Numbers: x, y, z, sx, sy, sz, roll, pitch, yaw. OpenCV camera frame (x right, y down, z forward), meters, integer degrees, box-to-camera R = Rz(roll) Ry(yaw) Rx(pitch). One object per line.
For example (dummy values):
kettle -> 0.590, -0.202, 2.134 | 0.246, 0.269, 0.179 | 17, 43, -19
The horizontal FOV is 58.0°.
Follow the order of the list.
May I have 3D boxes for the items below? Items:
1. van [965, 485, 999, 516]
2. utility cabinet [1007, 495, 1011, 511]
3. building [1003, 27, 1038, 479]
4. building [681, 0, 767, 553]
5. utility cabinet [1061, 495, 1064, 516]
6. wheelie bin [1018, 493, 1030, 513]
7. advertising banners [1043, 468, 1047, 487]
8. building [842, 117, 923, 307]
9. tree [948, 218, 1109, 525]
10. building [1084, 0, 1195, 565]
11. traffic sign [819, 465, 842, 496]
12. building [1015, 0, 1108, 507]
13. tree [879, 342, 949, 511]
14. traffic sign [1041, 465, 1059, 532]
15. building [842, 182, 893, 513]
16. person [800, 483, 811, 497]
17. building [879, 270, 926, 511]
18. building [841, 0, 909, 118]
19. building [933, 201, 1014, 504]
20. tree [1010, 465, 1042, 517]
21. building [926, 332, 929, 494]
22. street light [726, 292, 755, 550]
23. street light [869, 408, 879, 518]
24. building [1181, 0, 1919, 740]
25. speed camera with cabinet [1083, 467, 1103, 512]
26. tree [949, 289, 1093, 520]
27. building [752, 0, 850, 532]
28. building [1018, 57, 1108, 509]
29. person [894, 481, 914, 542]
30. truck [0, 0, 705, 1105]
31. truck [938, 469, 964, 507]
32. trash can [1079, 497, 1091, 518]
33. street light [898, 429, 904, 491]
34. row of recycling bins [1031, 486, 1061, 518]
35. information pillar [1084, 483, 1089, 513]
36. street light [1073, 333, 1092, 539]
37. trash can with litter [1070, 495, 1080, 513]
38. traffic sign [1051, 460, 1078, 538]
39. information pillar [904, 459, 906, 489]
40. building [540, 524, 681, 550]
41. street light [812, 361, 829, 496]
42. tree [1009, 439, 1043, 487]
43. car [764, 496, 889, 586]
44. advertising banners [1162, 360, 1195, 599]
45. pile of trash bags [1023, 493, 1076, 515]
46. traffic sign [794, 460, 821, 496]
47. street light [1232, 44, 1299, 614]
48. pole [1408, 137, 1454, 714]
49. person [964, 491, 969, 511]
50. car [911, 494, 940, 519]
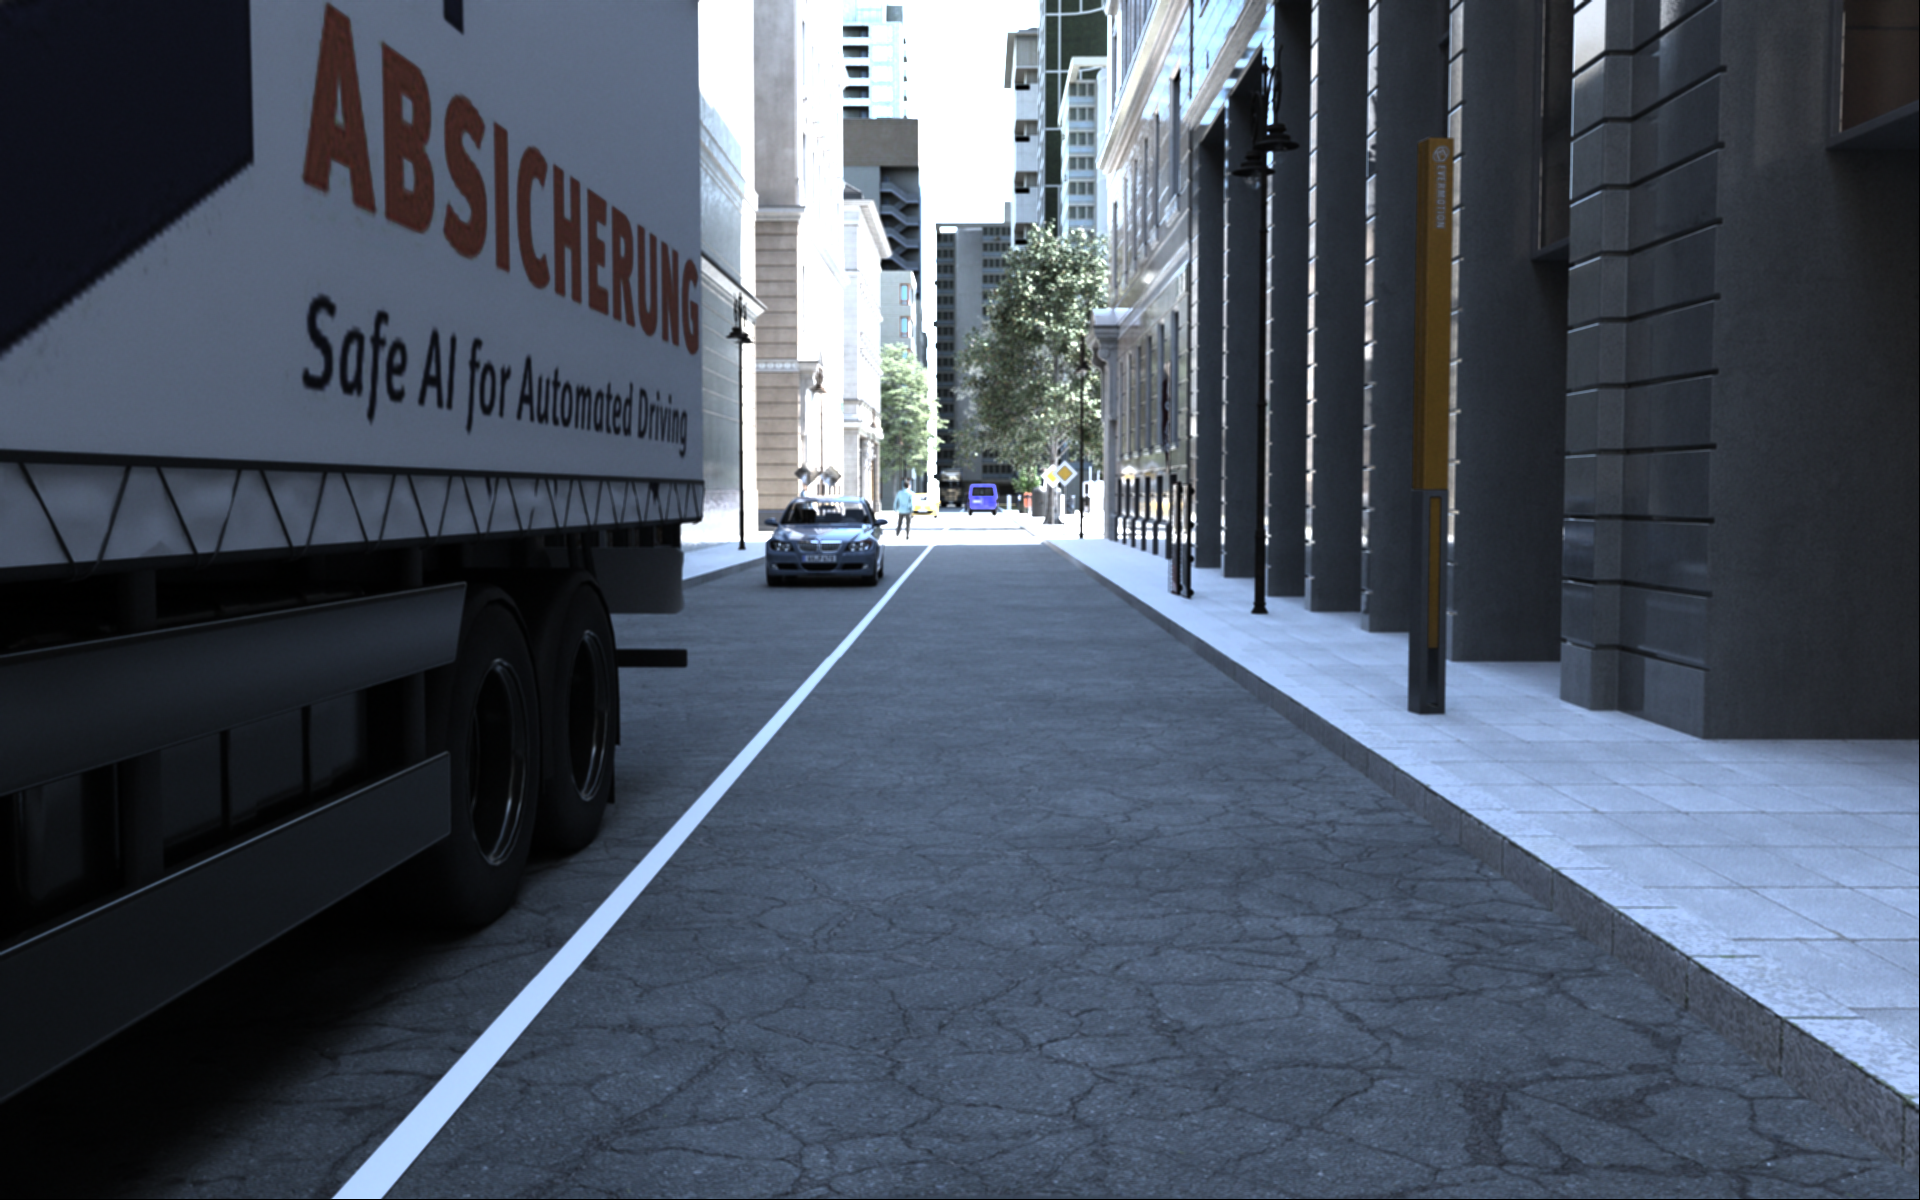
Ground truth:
van -> 1.494, -6.815, 115.814 | 2.240, 2.365, 5.245 | 0, 3, 0
utility cabinet -> 3.773, -7.471, 133.317 | 0.306, 1.237, 1.020 | 0, 4, -1
building -> 19.357, -37.047, 194.953 | 28.713, 52.752, 27.495 | 0, 4, 1
building -> -20.183, -12.794, 42.469 | 30.059, 22.955, 16.112 | 0, 4, 1
utility cabinet -> 5.713, -5.581, 102.404 | 0.306, 1.237, 1.020 | 3, 5, 43
wheelie bin -> 4.250, -6.439, 113.183 | 0.980, 1.594, 0.693 | -3, 5, -44
advertising banners -> 6.080, -7.360, 116.522 | 0.090, 3.025, 2.074 | 2, 4, 30
building -> -11.623, -33.782, 202.442 | 14.200, 45.320, 14.600 | 0, 4, 1
tree -> 3.992, -9.484, 72.065 | 9.611, 12.733, 9.660 | 0, 3, 0
building -> 10.337, -15.554, 40.213 | 13.634, 28.700, 20.117 | 0, 4, 1
traffic sign -> -4.394, -3.380, 58.906 | 0.795, 2.450, 0.064 | 0, 4, 1
building -> 16.018, -44.781, 170.414 | 20.563, 71.187, 20.611 | 0, 4, 1
tree -> -4.540, -12.953, 129.911 | 7.486, 12.596, 7.792 | 0, 3, 0
traffic sign -> 3.150, -3.374, 58.811 | 0.795, 2.450, 0.064 | 0, 4, 1
building -> -10.053, -15.135, 98.368 | 10.553, 20.767, 40.483 | 0, 4, 1
person -> -5.024, -2.918, 56.236 | 0.581, 1.822, 0.654 | -2, 4, -28
building -> -17.392, -18.577, 148.765 | 27.650, 21.520, 28.899 | 0, 4, 1
building -> -19.823, -55.940, 227.282 | 31.000, 86.520, 22.319 | 0, 4, 1
building -> 8.450, -33.045, 232.166 | 23.993, 40.220, 32.217 | 0, 4, 1
tree -> 3.963, -7.081, 110.379 | 1.663, 3.219, 1.824 | 0, 3, 0
building -> -17.428, -20.401, 178.599 | 27.650, 21.520, 28.899 | 0, 4, 1
street light -> -5.035, -4.102, 39.853 | 0.468, 5.910, 1.993 | 0, 4, 1
street light -> -4.545, -7.262, 91.529 | 0.468, 5.910, 1.993 | 0, 4, 1
building -> 9.332, -14.543, 15.276 | 11.434, 29.767, 29.804 | 0, 4, 1
speed camera with cabinet -> 9.648, -8.069, 126.263 | 0.660, 3.252, 2.038 | 2, 4, 33
tree -> 4.356, -10.821, 87.286 | 12.009, 13.543, 11.850 | 0, 3, 0
building -> -11.518, -17.247, 67.895 | 13.634, 28.700, 20.117 | 0, 4, 1
building -> 21.276, -27.931, 148.549 | 32.217, 40.220, 23.993 | 0, 4, 1
person -> -1.675, -2.616, 51.291 | 0.660, 1.820, 0.620 | 1, 4, 17
truck -> -2.756, -0.903, 3.675 | 2.839, 4.237, 11.283 | 0, 4, 2
truck -> -0.992, -12.521, 193.634 | 2.839, 4.237, 11.283 | 0, 3, 0
trash can -> 6.697, -4.956, 92.684 | 0.748, 1.137, 0.748 | 0, 3, 0
street light -> -4.222, -9.200, 123.199 | 0.468, 5.910, 1.993 | 0, 4, 1
row of recycling bins -> 4.714, -5.385, 95.153 | 1.069, 1.692, 3.534 | 1, 4, 20
information pillar -> 8.468, -6.813, 115.881 | 0.304, 2.012, 0.304 | 0, 4, -6
street light -> 3.506, -4.715, 49.879 | 0.468, 5.910, 1.993 | 0, 4, 1
trash can with litter -> 8.102, -6.707, 120.721 | 1.678, 1.210, 2.233 | 2, 4, 30
traffic sign -> 3.071, -2.886, 50.826 | 0.795, 2.450, 0.064 | 0, 4, 1
information pillar -> -3.691, -7.660, 116.590 | 0.183, 3.616, 0.504 | 0, 4, 6
building -> -11.420, -11.866, 23.686 | 12.332, 23.373, 15.834 | 0, 4, 1
street light -> -4.810, -5.340, 60.092 | 0.468, 5.910, 1.993 | 0, 4, 1
tree -> 5.038, -11.285, 134.865 | 4.360, 8.622, 3.978 | 0, 3, 0
car -> -2.173, -1.018, 28.640 | 2.014, 1.417, 4.499 | 0, 4, -1
advertising banners -> 2.768, -1.585, 22.099 | 0.090, 3.025, 2.074 | 0, 4, -2
pile of trash bags -> 5.527, -5.923, 106.596 | 3.447, 1.369, 1.912 | 1, 4, 19
traffic sign -> -4.473, -2.892, 50.921 | 0.795, 2.450, 0.064 | 0, 4, 1
street light -> 3.222, -2.792, 18.443 | 0.468, 5.910, 1.993 | 0, 4, 1
pole -> 2.738, -0.992, 10.067 | 0.158, 3.312, 0.155 | 0, 3, 0
person -> 0.648, -8.648, 150.693 | 0.445, 1.727, 0.742 | -3, 5, -44
car -> -2.166, -5.648, 102.575 | 2.015, 1.641, 3.980 | 0, 4, 0
